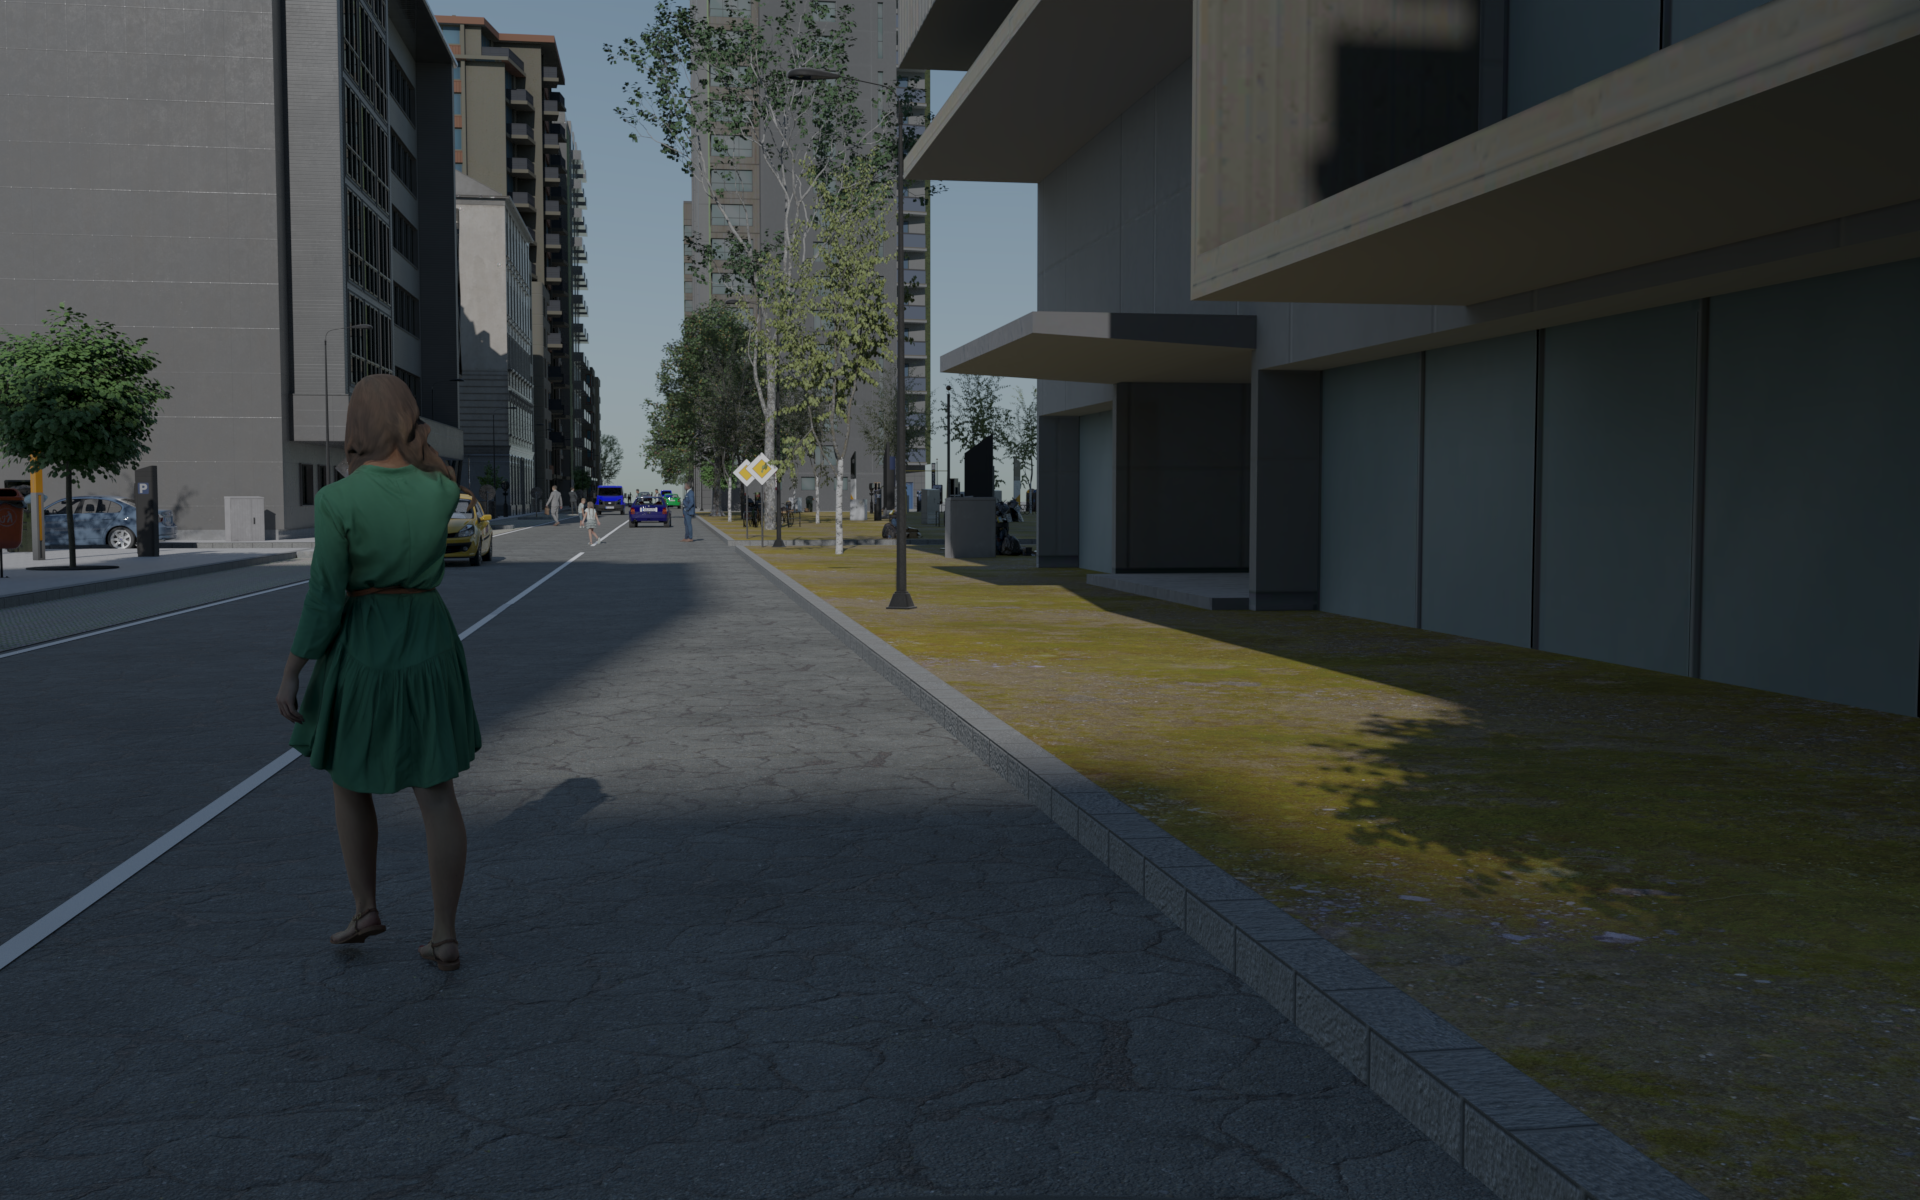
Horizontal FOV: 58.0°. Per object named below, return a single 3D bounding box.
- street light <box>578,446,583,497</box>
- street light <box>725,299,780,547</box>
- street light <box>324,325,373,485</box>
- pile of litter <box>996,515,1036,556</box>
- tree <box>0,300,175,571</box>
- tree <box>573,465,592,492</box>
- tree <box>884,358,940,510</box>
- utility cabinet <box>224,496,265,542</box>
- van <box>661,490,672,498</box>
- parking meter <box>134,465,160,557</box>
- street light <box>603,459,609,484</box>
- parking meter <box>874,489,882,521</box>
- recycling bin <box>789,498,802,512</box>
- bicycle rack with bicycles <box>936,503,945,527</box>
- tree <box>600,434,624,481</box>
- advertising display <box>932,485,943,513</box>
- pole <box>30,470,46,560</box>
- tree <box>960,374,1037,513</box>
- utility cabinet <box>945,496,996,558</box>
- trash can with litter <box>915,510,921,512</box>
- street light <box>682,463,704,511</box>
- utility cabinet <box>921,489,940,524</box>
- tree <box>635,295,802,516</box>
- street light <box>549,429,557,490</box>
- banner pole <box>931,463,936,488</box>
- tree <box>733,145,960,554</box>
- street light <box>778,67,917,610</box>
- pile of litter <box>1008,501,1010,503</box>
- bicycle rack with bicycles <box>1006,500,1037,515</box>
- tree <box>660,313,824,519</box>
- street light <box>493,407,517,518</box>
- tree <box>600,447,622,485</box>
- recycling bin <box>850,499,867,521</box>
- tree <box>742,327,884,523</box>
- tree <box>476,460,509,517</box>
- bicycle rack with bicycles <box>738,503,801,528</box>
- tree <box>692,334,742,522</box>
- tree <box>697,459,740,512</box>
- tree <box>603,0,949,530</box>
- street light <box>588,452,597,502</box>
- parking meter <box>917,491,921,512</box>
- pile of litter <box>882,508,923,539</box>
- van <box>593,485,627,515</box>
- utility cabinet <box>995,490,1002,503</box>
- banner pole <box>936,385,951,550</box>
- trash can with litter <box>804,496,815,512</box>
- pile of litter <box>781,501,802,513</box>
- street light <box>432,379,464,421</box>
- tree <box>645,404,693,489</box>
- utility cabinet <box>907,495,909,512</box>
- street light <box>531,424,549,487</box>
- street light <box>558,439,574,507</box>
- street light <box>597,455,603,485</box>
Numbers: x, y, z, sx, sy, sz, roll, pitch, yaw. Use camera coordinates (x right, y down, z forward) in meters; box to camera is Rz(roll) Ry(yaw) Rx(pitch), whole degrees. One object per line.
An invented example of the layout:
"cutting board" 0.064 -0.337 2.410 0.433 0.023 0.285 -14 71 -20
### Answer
"street light" -37.208 -11.948 167.885 1.470 5.913 1.316 -1 4 -10
"street light" -4.903 -4.219 41.517 1.470 5.913 1.316 -1 4 -10
"street light" -16.782 -4.584 47.497 1.470 5.913 1.316 -1 4 -10
"pile of litter" 0.933 -1.376 36.462 1.176 0.858 1.719 -3 4 -37
"tree" -15.175 -2.809 29.642 4.285 4.588 4.351 0 3 0
"tree" -43.349 -13.045 196.991 4.285 4.588 4.351 0 3 0
"tree" -3.250 -8.823 94.618 4.360 8.622 3.978 0 3 0
"utility cabinet" -19.437 -2.197 47.078 0.306 1.237 1.020 2 4 34
"van" -46.031 -16.327 271.324 2.240 2.365 5.245 -1 4 -10
"parking meter" -16.655 -1.820 35.461 0.399 1.863 0.255 0 4 4
"street light" -47.197 -15.575 227.185 1.470 5.913 1.316 -1 4 -10
"parking meter" -3.952 -4.578 83.261 0.372 1.533 0.369 0 3 0
"recycling bin" -11.795 -6.818 124.033 0.722 1.027 0.722 1 4 20
"bicycle rack with bicycles" 0.113 -3.392 68.845 2.852 0.926 2.925 0 4 -3
"tree" -57.687 -21.573 278.467 9.928 11.665 9.643 0 3 0
"advertising display" -1.532 -6.889 117.853 0.123 1.923 0.974 -3 5 -42
"pole" -17.848 -2.424 33.469 0.158 3.312 0.155 0 3 0
"tree" 0.971 -8.441 88.374 4.737 8.622 4.395 0 3 0
"utility cabinet" 0.209 -1.457 34.976 1.020 1.237 0.306 -2 4 -25
"trash can with litter" -2.342 -6.925 124.285 1.678 1.210 2.233 -3 5 -41
"street light" -20.165 -9.716 131.391 1.470 5.913 1.316 -1 4 -10
"utility cabinet" -1.241 -3.973 73.644 0.318 1.500 1.173 2 4 26
"tree" -13.999 -11.205 100.202 9.611 12.733 9.660 0 3 0
"street light" -29.598 -9.219 123.272 1.470 5.913 1.316 -1 4 -10
"banner pole" -1.760 -8.065 121.882 0.401 3.779 0.863 -3 5 -40
"tree" -2.669 -5.301 37.027 4.737 8.622 4.395 0 3 0
"street light" -1.190 -2.849 19.127 1.470 5.913 1.316 -1 4 -10
"pile of litter" 3.227 -6.462 119.623 1.176 0.858 1.719 1 4 16
"bicycle rack with bicycles" 3.320 -5.794 108.119 2.852 0.926 2.925 -2 4 -35
"tree" -11.116 -9.444 88.818 8.767 10.594 7.601 -1 4 -9
"street light" -24.226 -7.316 92.165 1.470 5.913 1.316 -1 4 -10
"tree" -54.542 -19.377 267.171 4.737 8.622 4.395 0 3 0
"recycling bin" -4.920 -4.371 84.013 0.722 1.027 0.722 1 4 9
"tree" -6.397 -7.644 75.348 4.360 8.622 3.978 0 3 0
"tree" -26.889 -6.377 98.872 1.663 3.219 1.824 0 3 0
"bicycle rack with bicycles" -7.441 -3.280 67.005 2.852 0.926 2.925 1 4 10
"tree" -10.614 -7.964 80.578 4.360 8.622 3.978 0 3 0
"tree" -17.436 -8.699 125.934 4.285 4.588 4.351 0 3 0
"tree" -5.560 -12.644 62.624 12.611 20.169 13.585 0 3 0
"street light" -40.898 -13.307 190.115 1.470 5.913 1.316 -1 4 -10
"parking meter" -2.962 -7.184 125.861 0.372 1.533 0.369 0 3 0
"pile of litter" -1.625 -2.234 50.497 1.176 0.858 1.719 3 4 38
"van" -24.156 -7.055 119.738 2.240 2.365 5.245 -1 4 -10
"utility cabinet" 1.816 -5.365 96.403 1.173 1.500 0.318 -3 5 -41
"banner pole" -0.272 -3.065 40.135 0.401 3.779 0.863 0 4 -3
"trash can with litter" -10.582 -6.740 121.584 0.624 1.170 1.055 1 4 10
"pile of litter" -11.456 -6.314 117.195 1.719 0.858 1.176 -1 4 -14
"street light" -20.620 -5.943 69.702 1.470 5.913 1.316 -1 4 -10
"tree" -32.446 -18.382 207.195 9.857 13.997 8.962 0 3 0
"utility cabinet" -3.776 -6.849 123.149 0.306 1.237 1.020 0 4 -6
"street light" -28.124 -8.674 114.360 1.470 5.913 1.316 -1 4 -10
"street light" -33.360 -10.578 145.490 1.470 5.913 1.316 -1 4 -10
"street light" -43.377 -14.216 204.977 1.470 5.913 1.316 -1 4 -10
